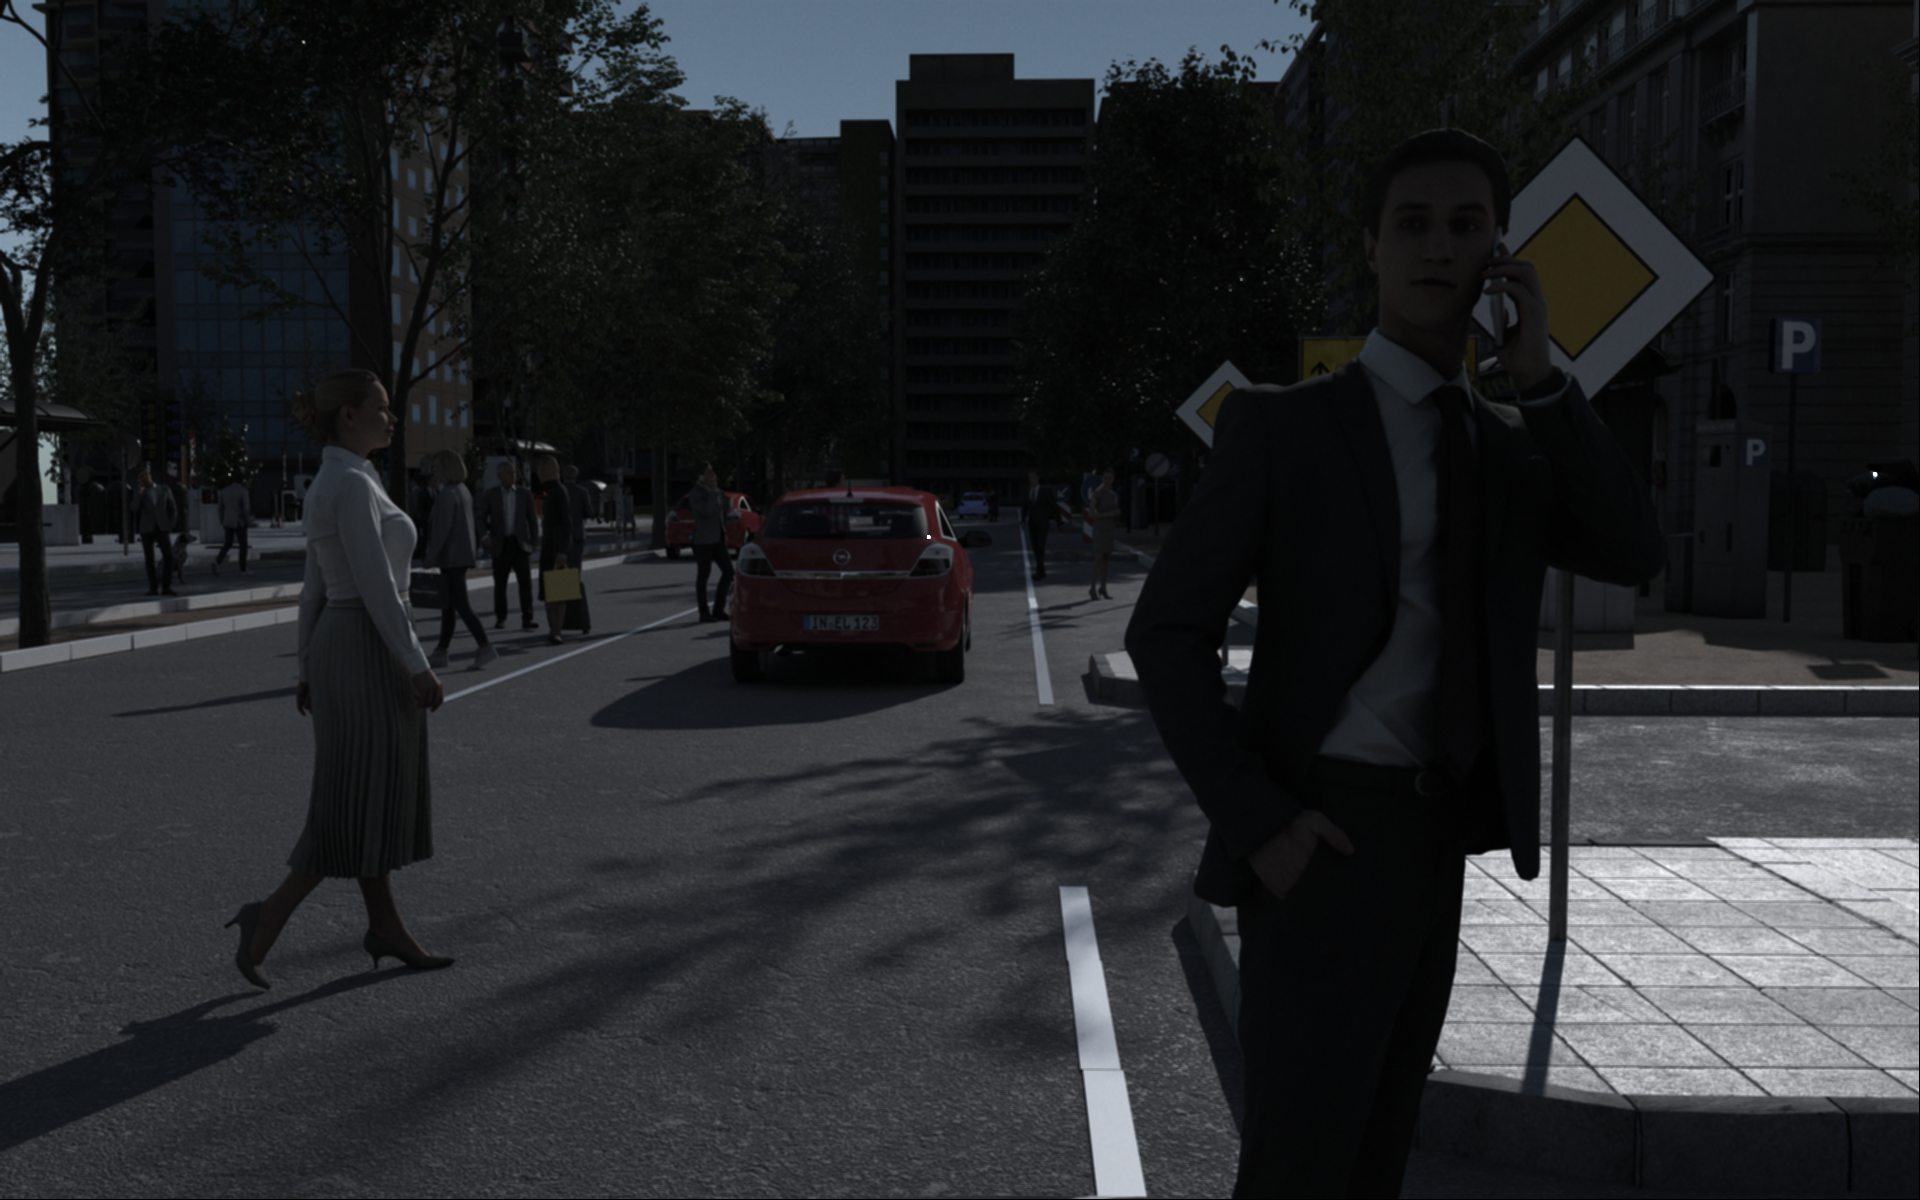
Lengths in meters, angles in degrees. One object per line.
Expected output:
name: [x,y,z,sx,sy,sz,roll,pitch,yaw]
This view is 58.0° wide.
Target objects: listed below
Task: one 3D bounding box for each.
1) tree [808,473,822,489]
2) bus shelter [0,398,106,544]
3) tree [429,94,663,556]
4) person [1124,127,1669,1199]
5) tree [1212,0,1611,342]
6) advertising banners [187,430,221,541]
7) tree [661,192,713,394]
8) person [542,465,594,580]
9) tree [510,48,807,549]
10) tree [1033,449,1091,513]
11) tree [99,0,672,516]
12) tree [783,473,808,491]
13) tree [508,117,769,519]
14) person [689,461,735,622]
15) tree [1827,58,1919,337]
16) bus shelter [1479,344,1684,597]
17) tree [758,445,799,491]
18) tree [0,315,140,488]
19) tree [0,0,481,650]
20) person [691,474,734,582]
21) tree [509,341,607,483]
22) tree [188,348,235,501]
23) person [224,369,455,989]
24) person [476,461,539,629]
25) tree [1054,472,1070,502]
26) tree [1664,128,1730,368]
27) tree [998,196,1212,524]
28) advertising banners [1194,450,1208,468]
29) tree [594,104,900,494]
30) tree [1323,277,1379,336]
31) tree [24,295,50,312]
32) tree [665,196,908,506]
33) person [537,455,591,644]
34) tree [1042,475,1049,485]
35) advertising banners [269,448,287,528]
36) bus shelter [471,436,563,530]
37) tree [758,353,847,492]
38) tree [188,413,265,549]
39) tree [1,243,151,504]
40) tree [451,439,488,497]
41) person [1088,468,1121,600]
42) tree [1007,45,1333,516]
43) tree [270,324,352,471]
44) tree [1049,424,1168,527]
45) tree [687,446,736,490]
tree: [-13.543,-10.190,161.200,1.663,3.219,1.824,0,3,0]
bus shelter: [-20.134,-2.572,35.975,2.014,3.302,5.546,0,4,2]
tree: [-7.966,-4.828,31.765,4.360,8.622,3.978,0,3,0]
person: [0.579,0.342,2.264,0.648,1.900,0.474,-3,4,-36]
tree: [4.791,-4.156,18.319,4.737,8.622,4.395,0,3,0]
advertising banners: [-20.951,-3.180,48.176,0.090,3.025,2.074,0,4,2]
tree: [-7.650,-5.262,38.849,4.360,8.622,3.978,0,3,0]
person: [-5.048,-0.836,22.345,0.661,1.801,0.590,-1,4,-10]
tree: [-7.868,-7.594,44.751,7.486,12.596,7.792,0,3,0]
tree: [8.266,-12.293,119.120,7.486,12.596,7.792,0,3,0]
tree: [-7.974,-5.880,24.356,9.928,11.665,9.643,0,3,0]
tree: [-13.550,-8.912,140.316,1.663,3.219,1.824,0,3,0]
tree: [-16.364,-14.183,87.773,12.611,20.169,13.585,0,3,0]
person: [-2.773,-0.657,19.426,0.473,1.802,0.592,3,4,37]
tree: [15.002,-4.577,25.190,4.737,8.622,4.395,0,3,0]
bus shelter: [7.921,-1.841,24.016,2.014,3.302,5.546,0,4,2]
tree: [-13.758,-11.195,133.403,4.737,8.622,4.395,0,3,0]
tree: [-37.524,-7.564,74.033,4.737,8.622,4.395,0,3,0]
tree: [-8.224,-4.809,15.501,8.767,10.594,7.601,0,4,2]
person: [-3.978,-1.169,28.014,0.661,1.777,0.834,-3,5,-44]
tree: [-17.830,-7.800,77.892,4.737,8.622,4.395,0,3,0]
tree: [-37.843,-8.272,85.607,4.360,8.622,3.978,0,3,0]
person: [-1.825,0.224,5.071,0.641,1.798,0.478,-1,4,-18]
person: [-4.743,-0.576,18.315,0.661,1.777,0.834,-2,4,-32]
tree: [7.746,-10.831,127.453,4.737,8.622,4.395,0,3,0]
tree: [12.964,-5.128,34.200,4.737,8.622,4.395,0,3,0]
tree: [6.577,-10.312,75.250,9.857,13.997,8.962,0,3,0]
advertising banners: [10.329,-4.437,68.730,2.074,3.025,0.090,1,4,8]
tree: [-6.957,-8.667,54.527,12.009,13.543,11.850,0,3,0]
tree: [13.119,-6.580,57.952,4.360,8.622,3.978,0,3,0]
tree: [-34.792,-6.988,64.614,4.737,8.622,4.395,0,3,0]
tree: [-6.910,-8.942,65.671,9.611,12.733,9.660,0,3,0]
person: [-3.891,-0.506,16.995,0.699,1.804,1.509,0,4,4]
tree: [9.389,-10.948,162.718,4.285,4.588,4.351,0,3,0]
advertising banners: [-25.720,-4.234,65.411,0.090,3.025,2.074,0,4,-4]
bus shelter: [-16.244,-4.255,63.486,2.014,3.302,5.546,0,4,2]
tree: [-6.974,-7.370,73.311,4.360,8.622,3.978,0,3,0]
tree: [-17.309,-2.849,41.188,1.663,3.219,1.824,0,3,0]
tree: [-25.176,-6.038,49.081,4.360,8.622,3.978,0,3,0]
tree: [-16.853,-3.973,59.554,1.663,3.219,1.824,0,3,0]
person: [1.978,-0.903,23.612,0.599,1.781,0.374,-3,5,-40]
tree: [5.772,-7.812,44.732,9.611,12.733,9.660,0,3,0]
tree: [-27.479,-7.604,74.685,4.360,8.622,3.978,0,3,0]
tree: [6.675,-5.182,68.447,4.285,4.588,4.351,0,3,0]
tree: [-14.929,-7.368,104.173,4.285,4.588,4.351,0,3,0]
